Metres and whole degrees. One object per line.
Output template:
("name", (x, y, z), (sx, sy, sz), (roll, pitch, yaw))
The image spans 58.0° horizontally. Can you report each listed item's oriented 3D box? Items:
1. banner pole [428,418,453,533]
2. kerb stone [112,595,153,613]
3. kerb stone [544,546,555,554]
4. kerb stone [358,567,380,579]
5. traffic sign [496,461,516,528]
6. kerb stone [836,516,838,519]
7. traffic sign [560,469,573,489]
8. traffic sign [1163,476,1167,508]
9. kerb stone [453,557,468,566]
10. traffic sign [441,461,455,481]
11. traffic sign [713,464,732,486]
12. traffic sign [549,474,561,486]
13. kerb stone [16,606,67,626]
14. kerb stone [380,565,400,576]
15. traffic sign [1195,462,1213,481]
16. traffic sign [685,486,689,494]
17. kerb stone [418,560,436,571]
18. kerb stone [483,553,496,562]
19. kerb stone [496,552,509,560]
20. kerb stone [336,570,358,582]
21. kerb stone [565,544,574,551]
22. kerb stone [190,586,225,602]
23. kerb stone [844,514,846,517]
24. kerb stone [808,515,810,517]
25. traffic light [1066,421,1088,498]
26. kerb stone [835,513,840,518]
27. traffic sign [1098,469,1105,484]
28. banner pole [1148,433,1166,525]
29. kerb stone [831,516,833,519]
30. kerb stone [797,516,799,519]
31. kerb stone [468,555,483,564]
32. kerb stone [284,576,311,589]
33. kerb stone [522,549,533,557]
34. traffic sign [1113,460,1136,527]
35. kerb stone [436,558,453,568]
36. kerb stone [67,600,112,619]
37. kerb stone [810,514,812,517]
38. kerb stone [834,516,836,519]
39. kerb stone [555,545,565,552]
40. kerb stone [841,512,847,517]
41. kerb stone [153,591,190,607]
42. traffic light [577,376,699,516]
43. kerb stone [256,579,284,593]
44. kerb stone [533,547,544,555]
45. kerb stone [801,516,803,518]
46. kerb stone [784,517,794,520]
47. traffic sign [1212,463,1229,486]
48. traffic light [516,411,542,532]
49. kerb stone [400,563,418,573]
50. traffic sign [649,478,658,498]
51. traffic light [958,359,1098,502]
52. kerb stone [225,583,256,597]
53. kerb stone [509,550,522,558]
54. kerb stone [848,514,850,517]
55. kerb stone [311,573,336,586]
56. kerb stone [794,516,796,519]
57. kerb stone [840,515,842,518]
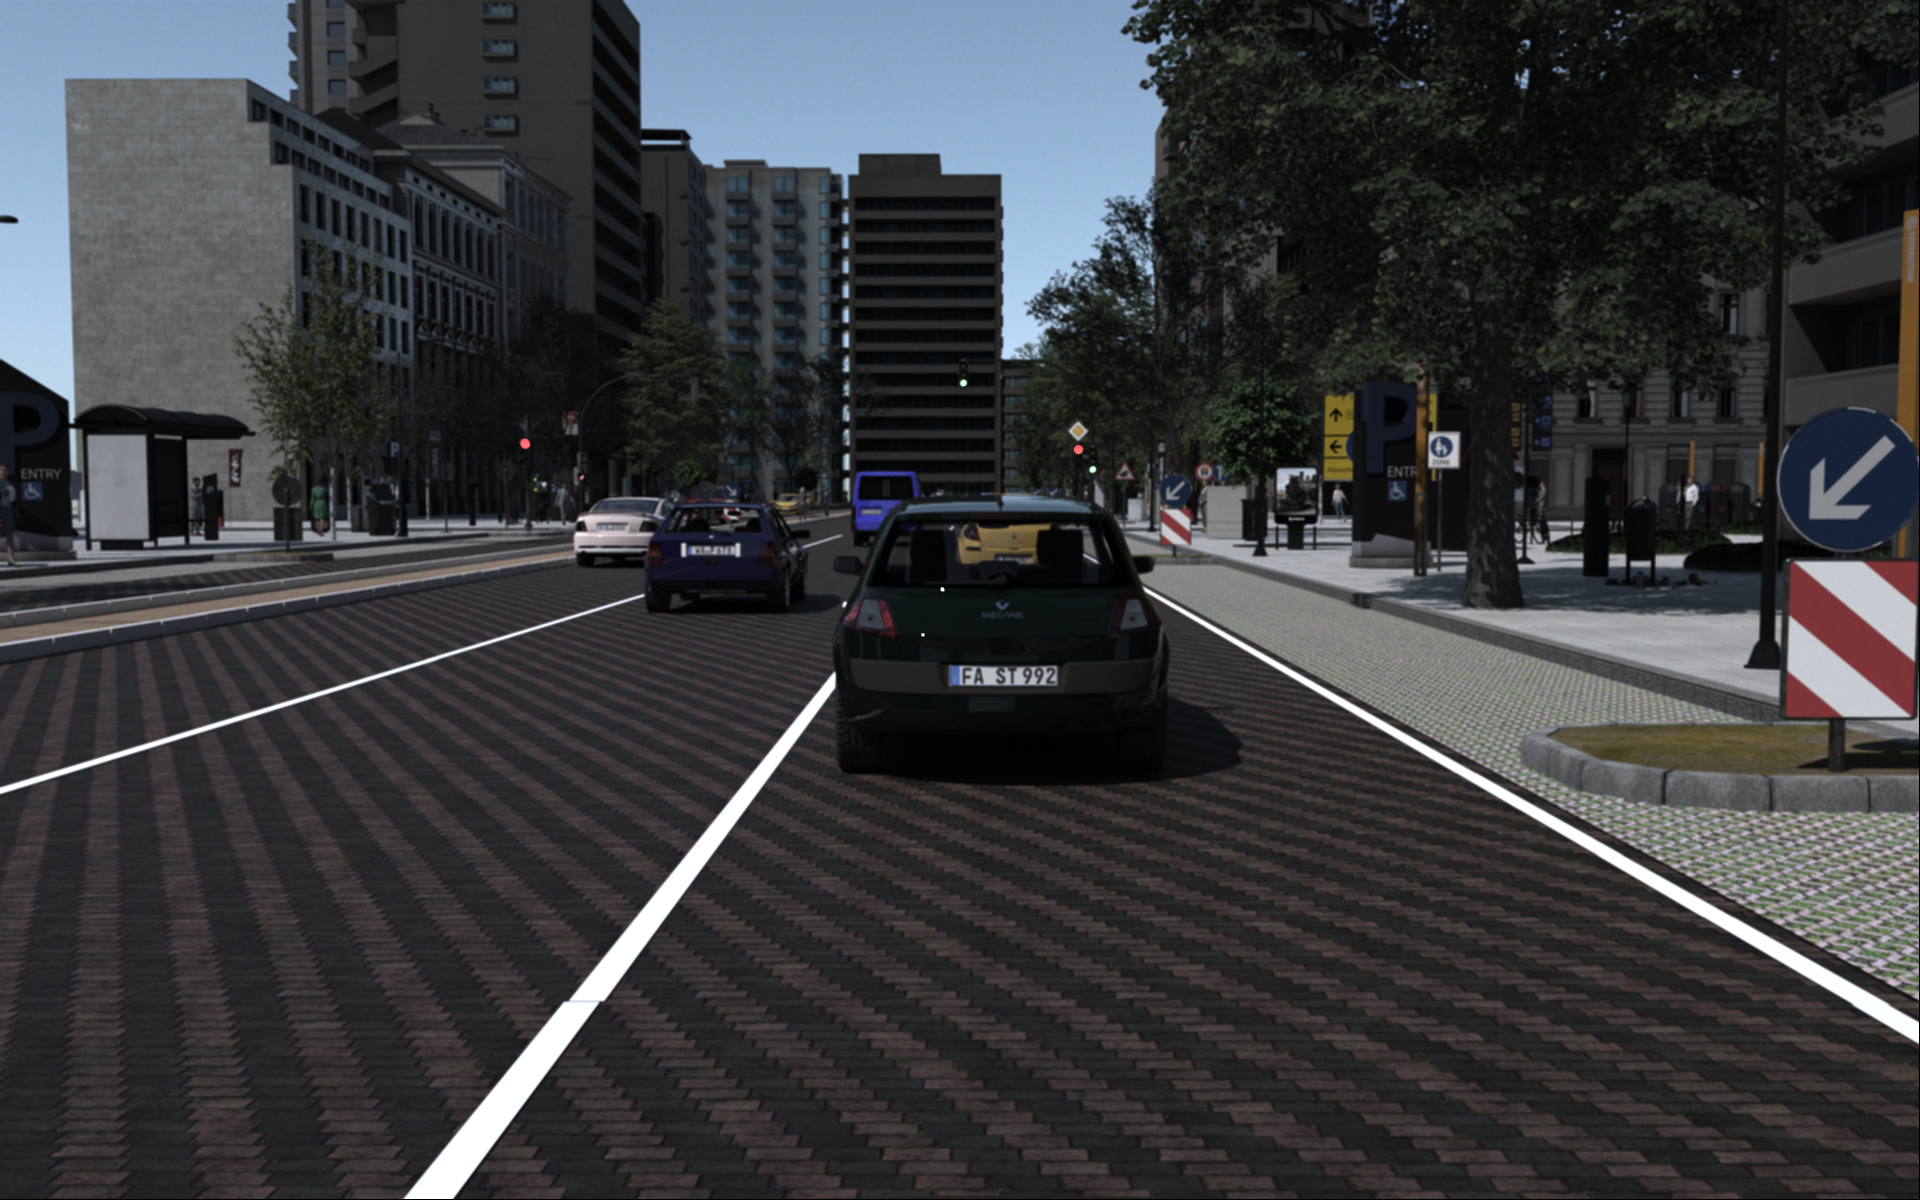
("banner pole", (-17.127, -4.096, 56.984), (0.401, 3.779, 0.863), (3, 4, 38))
("kerb stone", (-10.200, 0.062, 21.176), (0.120, 0.150, 1.000), (0, 4, 1))
("kerb stone", (-9.982, -1.190, 41.657), (0.120, 0.150, 1.000), (0, 4, 1))
("kerb stone", (-10.114, -0.439, 29.377), (0.120, 0.150, 1.000), (0, 4, 1))
("traffic sign", (-17.234, -4.014, 65.740), (0.768, 2.556, 0.104), (0, 4, 8))
("kerb stone", (-7.284, -4.735, 99.625), (0.120, 0.150, 1.000), (0, 4, 1))
("traffic sign", (-19.810, -5.324, 87.153), (0.768, 2.556, 0.104), (0, 4, 8))
("traffic sign", (11.343, -5.783, 96.689), (0.606, 2.300, 0.079), (0, 4, 8))
("kerb stone", (-10.067, -0.753, 34.500), (0.120, 0.150, 1.000), (0, 4, 1))
("traffic sign", (-19.789, -4.069, 66.638), (0.768, 2.556, 0.104), (0, 4, 6))
("traffic sign", (-16.764, -7.642, 118.827), (2.265, 3.308, 0.079), (0, 4, 1))
("traffic sign", (-20.178, -5.150, 86.334), (0.606, 2.300, 0.079), (0, 4, 8))
("kerb stone", (-10.216, 0.188, 19.123), (0.120, 0.150, 1.000), (0, 4, 1))
("kerb stone", (-10.099, -0.502, 30.406), (0.120, 0.150, 1.000), (0, 4, 1))
("traffic sign", (9.798, -4.239, 69.414), (0.768, 2.556, 0.104), (0, 4, 7))
("traffic sign", (-20.757, -7.973, 132.489), (0.606, 2.300, 0.079), (0, 4, 7))
("kerb stone", (-10.082, -0.627, 32.450), (0.120, 0.150, 1.000), (0, 4, 1))
("kerb stone", (-10.039, -0.878, 36.543), (0.120, 0.150, 1.000), (0, 4, 1))
("kerb stone", (-10.025, -0.940, 37.565), (0.120, 0.150, 1.000), (0, 4, 1))
("kerb stone", (-10.128, -0.376, 28.351), (0.120, 0.150, 1.000), (0, 4, 1))
("kerb stone", (-9.960, -1.316, 43.719), (0.120, 0.150, 1.000), (0, 4, 1))
("kerb stone", (-10.174, -0.062, 23.225), (0.120, 0.150, 1.000), (0, 4, 1))
("kerb stone", (-7.221, -5.108, 105.777), (0.120, 0.150, 1.000), (0, 4, 1))
("kerb stone", (-9.335, -5.051, 104.786), (0.120, 0.150, 1.000), (0, 4, 1))
("traffic light", (4.512, -4.746, 66.514), (0.839, 4.253, 0.868), (0, 4, 1))
("kerb stone", (-7.265, -4.860, 101.680), (0.120, 0.150, 1.000), (0, 4, 1))
("traffic sign", (7.370, -5.372, 87.934), (0.768, 2.556, 0.104), (0, 4, 8))
("banner pole", (8.124, -4.939, 70.772), (0.401, 3.779, 0.863), (-2, 4, -35))
("kerb stone", (-7.324, -4.547, 96.553), (0.120, 0.150, 1.000), (0, 4, 1))
("kerb stone", (-9.404, -4.675, 98.623), (0.120, 0.150, 1.000), (0, 4, 1))
("kerb stone", (-10.047, -0.811, 35.522), (0.120, 0.150, 1.000), (0, 4, 1))
("kerb stone", (-10.144, -0.249, 26.304), (0.120, 0.150, 1.000), (0, 4, 1))
("kerb stone", (-10.007, -1.065, 39.612), (0.120, 0.150, 1.000), (0, 4, 1))
("traffic sign", (6.336, -4.080, 66.711), (0.884, 2.594, 0.081), (0, 4, 1))
("kerb stone", (-10.068, -0.690, 33.477), (0.120, 0.150, 1.000), (0, 4, 1))
("kerb stone", (-10.208, 0.125, 20.152), (0.120, 0.150, 1.000), (0, 4, 1))
("kerb stone", (-9.329, -5.115, 105.820), (0.120, 0.150, 1.000), (0, 4, 1))
("kerb stone", (-7.302, -4.672, 98.603), (0.120, 0.150, 1.000), (0, 4, 1))
("kerb stone", (-9.978, -1.250, 42.698), (0.120, 0.150, 1.000), (0, 4, 1))
("kerb stone", (-7.212, -5.175, 106.801), (0.120, 0.150, 1.000), (0, 4, 1))
("kerb stone", (-10.188, 0.000, 22.203), (0.120, 0.150, 1.000), (0, 4, 1))
("traffic light", (-12.456, -5.629, 66.707), (4.771, 5.953, 1.251), (0, 4, 1))
("kerb stone", (-10.155, -0.184, 25.269), (0.120, 0.150, 1.000), (0, 4, 1))
("kerb stone", (-9.996, -1.128, 40.634), (0.120, 0.150, 1.000), (0, 4, 1))
("kerb stone", (-9.377, -4.798, 100.676), (0.120, 0.150, 1.000), (0, 4, 1))
("kerb stone", (-9.431, -4.479, 95.538), (0.120, 0.150, 1.000), (0, 4, 1))
("traffic sign", (10.428, -4.220, 69.101), (0.768, 2.556, 0.104), (0, 4, 5))
("traffic light", (-14.631, -4.268, 58.709), (0.839, 4.253, 0.868), (0, 4, 1))
("kerb stone", (-10.097, -0.565, 31.428), (0.120, 0.150, 1.000), (0, 4, 1))
("traffic sign", (-19.643, -6.665, 111.103), (0.606, 2.300, 0.079), (1, 4, 8))
("traffic light", (2.337, -5.122, 58.409), (4.771, 5.953, 1.251), (0, 4, 1))
("kerb stone", (-10.160, -0.125, 24.247), (0.120, 0.150, 1.000), (0, 4, 1))
("kerb stone", (-10.015, -1.003, 38.590), (0.120, 0.150, 1.000), (0, 4, 1))
("kerb stone", (-7.196, -5.300, 108.856), (0.120, 0.150, 1.000), (0, 4, 1))
("kerb stone", (-10.137, -0.313, 27.326), (0.120, 0.150, 1.000), (0, 4, 1))
("kerb stone", (-9.423, -4.547, 96.561), (0.120, 0.150, 1.000), (0, 4, 1))
("kerb stone", (-7.260, -4.924, 102.707), (0.120, 0.150, 1.000), (0, 4, 1))
